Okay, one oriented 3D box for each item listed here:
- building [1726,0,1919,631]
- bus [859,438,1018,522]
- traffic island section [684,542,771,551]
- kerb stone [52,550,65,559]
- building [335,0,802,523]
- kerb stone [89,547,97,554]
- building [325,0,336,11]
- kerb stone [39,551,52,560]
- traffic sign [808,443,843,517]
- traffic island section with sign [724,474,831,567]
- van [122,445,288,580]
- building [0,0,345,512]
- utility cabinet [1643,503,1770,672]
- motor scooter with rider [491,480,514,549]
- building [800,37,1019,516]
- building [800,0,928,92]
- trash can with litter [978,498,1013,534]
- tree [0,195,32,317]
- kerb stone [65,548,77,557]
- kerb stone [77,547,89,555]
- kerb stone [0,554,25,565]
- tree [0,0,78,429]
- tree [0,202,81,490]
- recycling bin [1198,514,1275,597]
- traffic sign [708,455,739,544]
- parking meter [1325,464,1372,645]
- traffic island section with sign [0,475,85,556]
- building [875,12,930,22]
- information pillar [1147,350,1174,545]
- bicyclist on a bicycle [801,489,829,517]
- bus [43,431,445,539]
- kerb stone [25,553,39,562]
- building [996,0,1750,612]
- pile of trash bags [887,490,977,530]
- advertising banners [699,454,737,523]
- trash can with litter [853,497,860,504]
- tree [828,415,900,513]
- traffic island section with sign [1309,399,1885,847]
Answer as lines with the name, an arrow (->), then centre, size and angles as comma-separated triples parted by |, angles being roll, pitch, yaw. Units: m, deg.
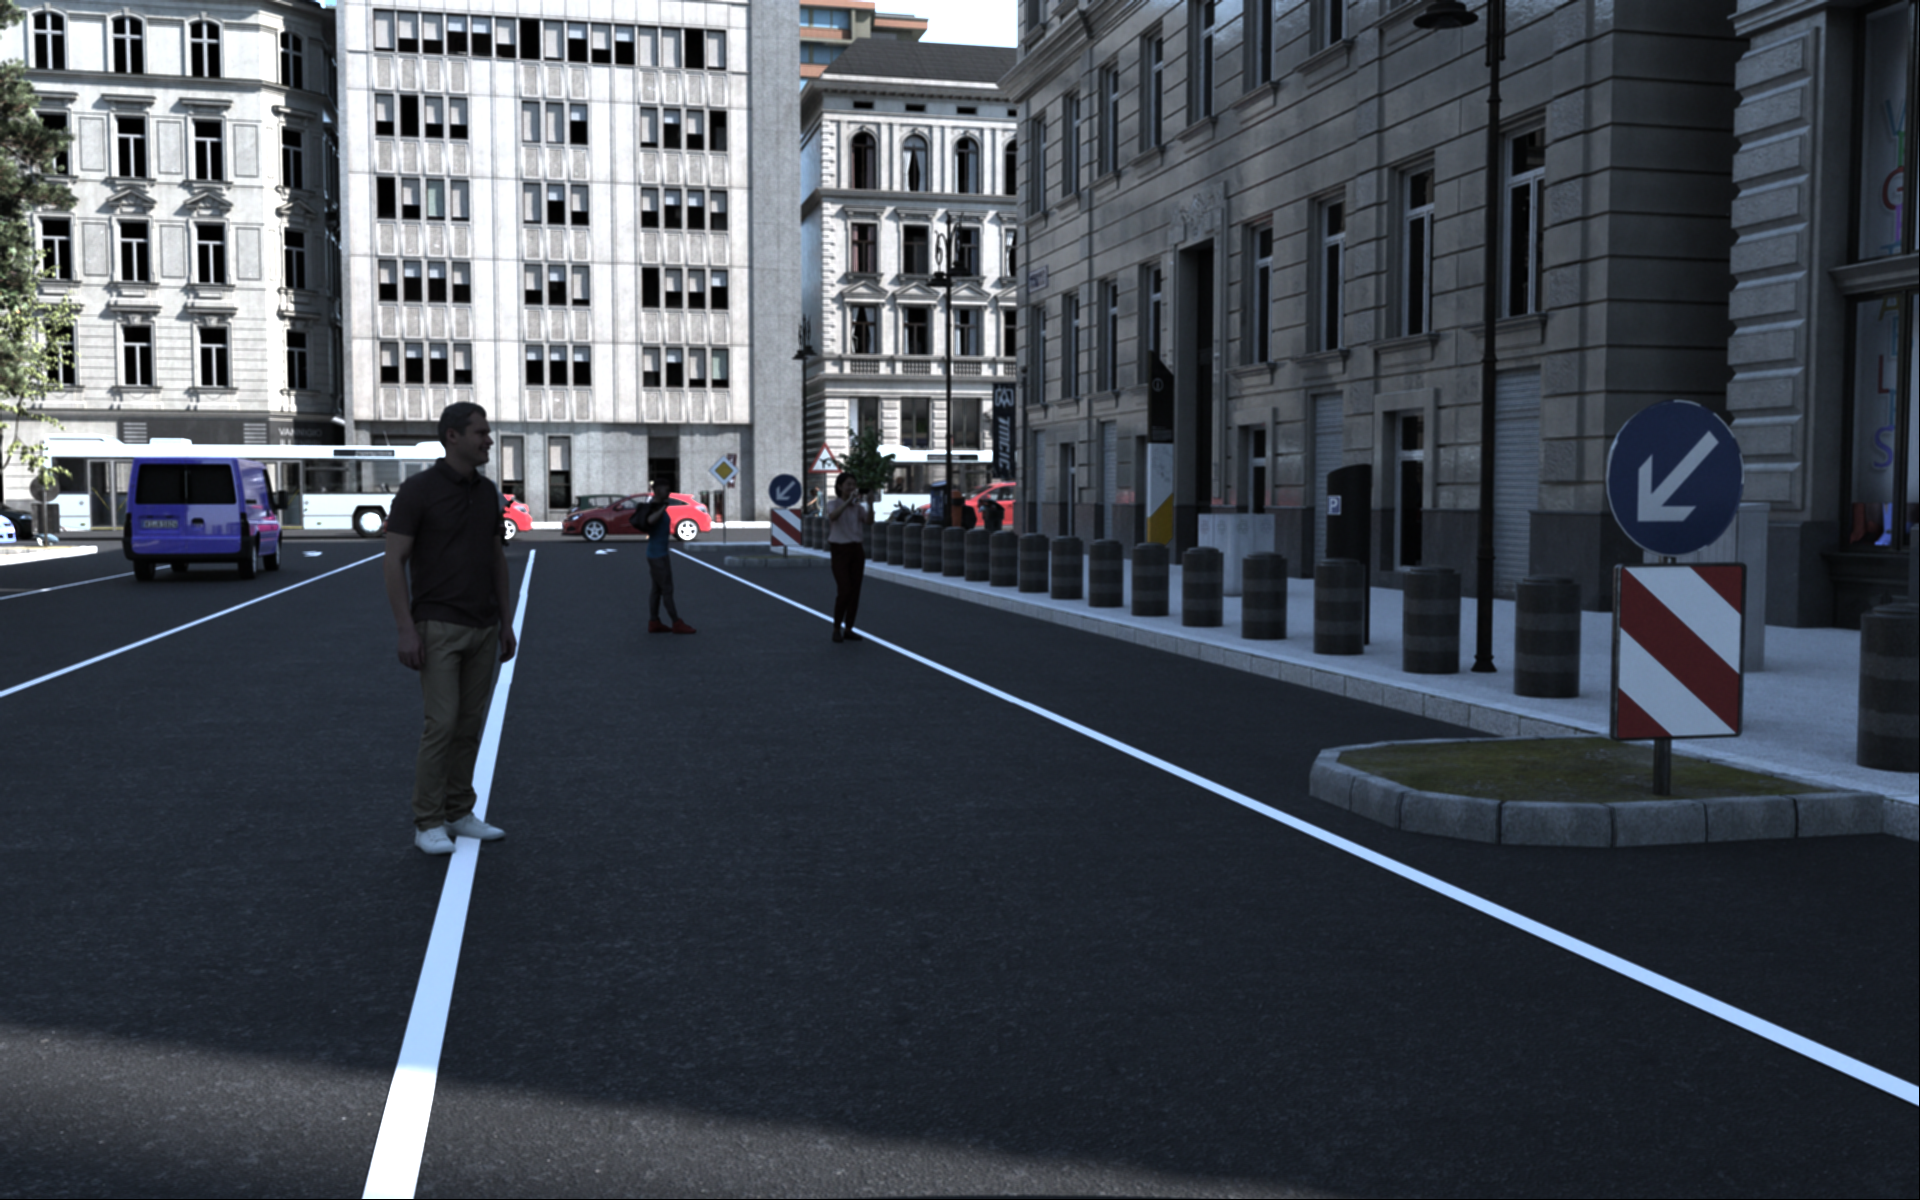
building -> 14.509, -11.024, 9.119 | 11.050, 23.489, 19.941 | -1, 4, -13
bus -> 2.116, -4.210, 63.686 | 13.247, 3.499, 2.948 | -1, 4, -11
traffic island section -> -6.076, -1.381, 44.854 | 2.009, 0.180, 2.903 | -1, 4, -13
kerb stone -> -20.302, -1.014, 38.774 | 0.120, 0.150, 1.000 | -1, 4, -13
building -> -18.296, -16.170, 82.408 | 19.932, 24.808, 12.078 | -1, 4, -13
kerb stone -> -21.017, -1.196, 41.780 | 0.120, 0.150, 1.000 | -1, 4, -13
building -> -73.380, -56.531, 236.953 | 31.000, 86.520, 22.319 | -1, 4, -13
kerb stone -> -20.059, -0.953, 37.777 | 0.120, 0.150, 1.000 | -1, 4, -13
traffic sign -> -3.395, -2.669, 43.642 | 0.884, 2.594, 0.081 | 0, 4, -4
traffic island section with sign -> -3.731, -1.614, 35.018 | 1.989, 1.847, 2.006 | -1, 4, -13
van -> -13.243, -1.602, 30.584 | 2.240, 2.365, 5.245 | -1, 4, -15
building -> -50.274, -18.397, 77.199 | 44.131, 29.872, 17.030 | -1, 4, -13
utility cabinet -> 5.530, -0.107, 12.915 | 0.306, 1.237, 1.020 | -1, 4, -16
motor scooter with rider -> -10.174, -1.776, 38.001 | 0.876, 1.779, 1.986 | -1, 4, -14
building -> 1.595, -15.763, 86.600 | 19.941, 23.489, 11.050 | -1, 4, -13
building -> -15.457, -30.810, 158.368 | 22.147, 44.769, 28.867 | -1, 4, -13
trash can with litter -> 1.056, -2.134, 46.286 | 1.055, 1.170, 0.624 | -2, 4, -34
tree -> -17.304, -6.223, 21.208 | 9.611, 12.733, 9.660 | 0, 3, 0
kerb stone -> -20.532, -1.075, 39.778 | 0.120, 0.150, 1.000 | -1, 4, -13
kerb stone -> -20.770, -1.137, 40.779 | 0.120, 0.150, 1.000 | -1, 4, -13
kerb stone -> -19.578, -0.831, 35.782 | 0.120, 0.150, 1.000 | -1, 4, -13
tree -> -19.692, -6.518, 31.086 | 6.751, 12.117, 7.091 | 0, 3, 0
tree -> -20.762, -5.145, 36.934 | 4.737, 8.622, 4.395 | 0, 3, 0
recycling bin -> 3.515, -0.581, 22.054 | 0.722, 1.027, 0.722 | -2, 4, -29
traffic sign -> -6.097, -2.516, 44.771 | 0.795, 2.450, 0.064 | -1, 4, -13
parking meter -> 3.316, -0.390, 14.795 | 0.372, 1.533, 0.369 | 0, 3, 0
traffic island section with sign -> -21.990, -2.029, 41.308 | 2.006, 1.907, 1.989 | -1, 4, -13
building -> -19.735, -36.516, 186.273 | 28.713, 52.752, 27.495 | -1, 4, -13
information pillar -> 3.263, -2.260, 28.300 | 0.504, 3.616, 0.183 | -2, 4, -32
bicyclist on a bicycle -> -5.639, -3.412, 65.812 | 1.625, 1.676, 1.499 | -1, 4, -15
bus -> -21.964, -3.735, 55.927 | 13.247, 3.499, 2.948 | -1, 4, -15
kerb stone -> -19.818, -0.892, 36.779 | 0.120, 0.150, 1.000 | -1, 4, -13
building -> 9.591, -14.297, 31.013 | 12.463, 27.353, 25.104 | -1, 4, -13
pile of trash bags -> -0.531, -1.776, 38.789 | 1.912, 1.369, 3.447 | -1, 4, -16
advertising banners -> -10.583, -4.867, 75.756 | 2.074, 3.025, 0.090 | 2, 4, 31
trash can with litter -> -4.199, -3.945, 75.886 | 1.055, 1.170, 0.624 | -1, 4, -20
tree -> -2.202, -2.946, 42.769 | 1.663, 3.219, 1.824 | 0, 3, 0
traffic island section with sign -> 2.729, 0.037, 8.018 | 1.989, 1.847, 2.006 | -1, 4, -13
